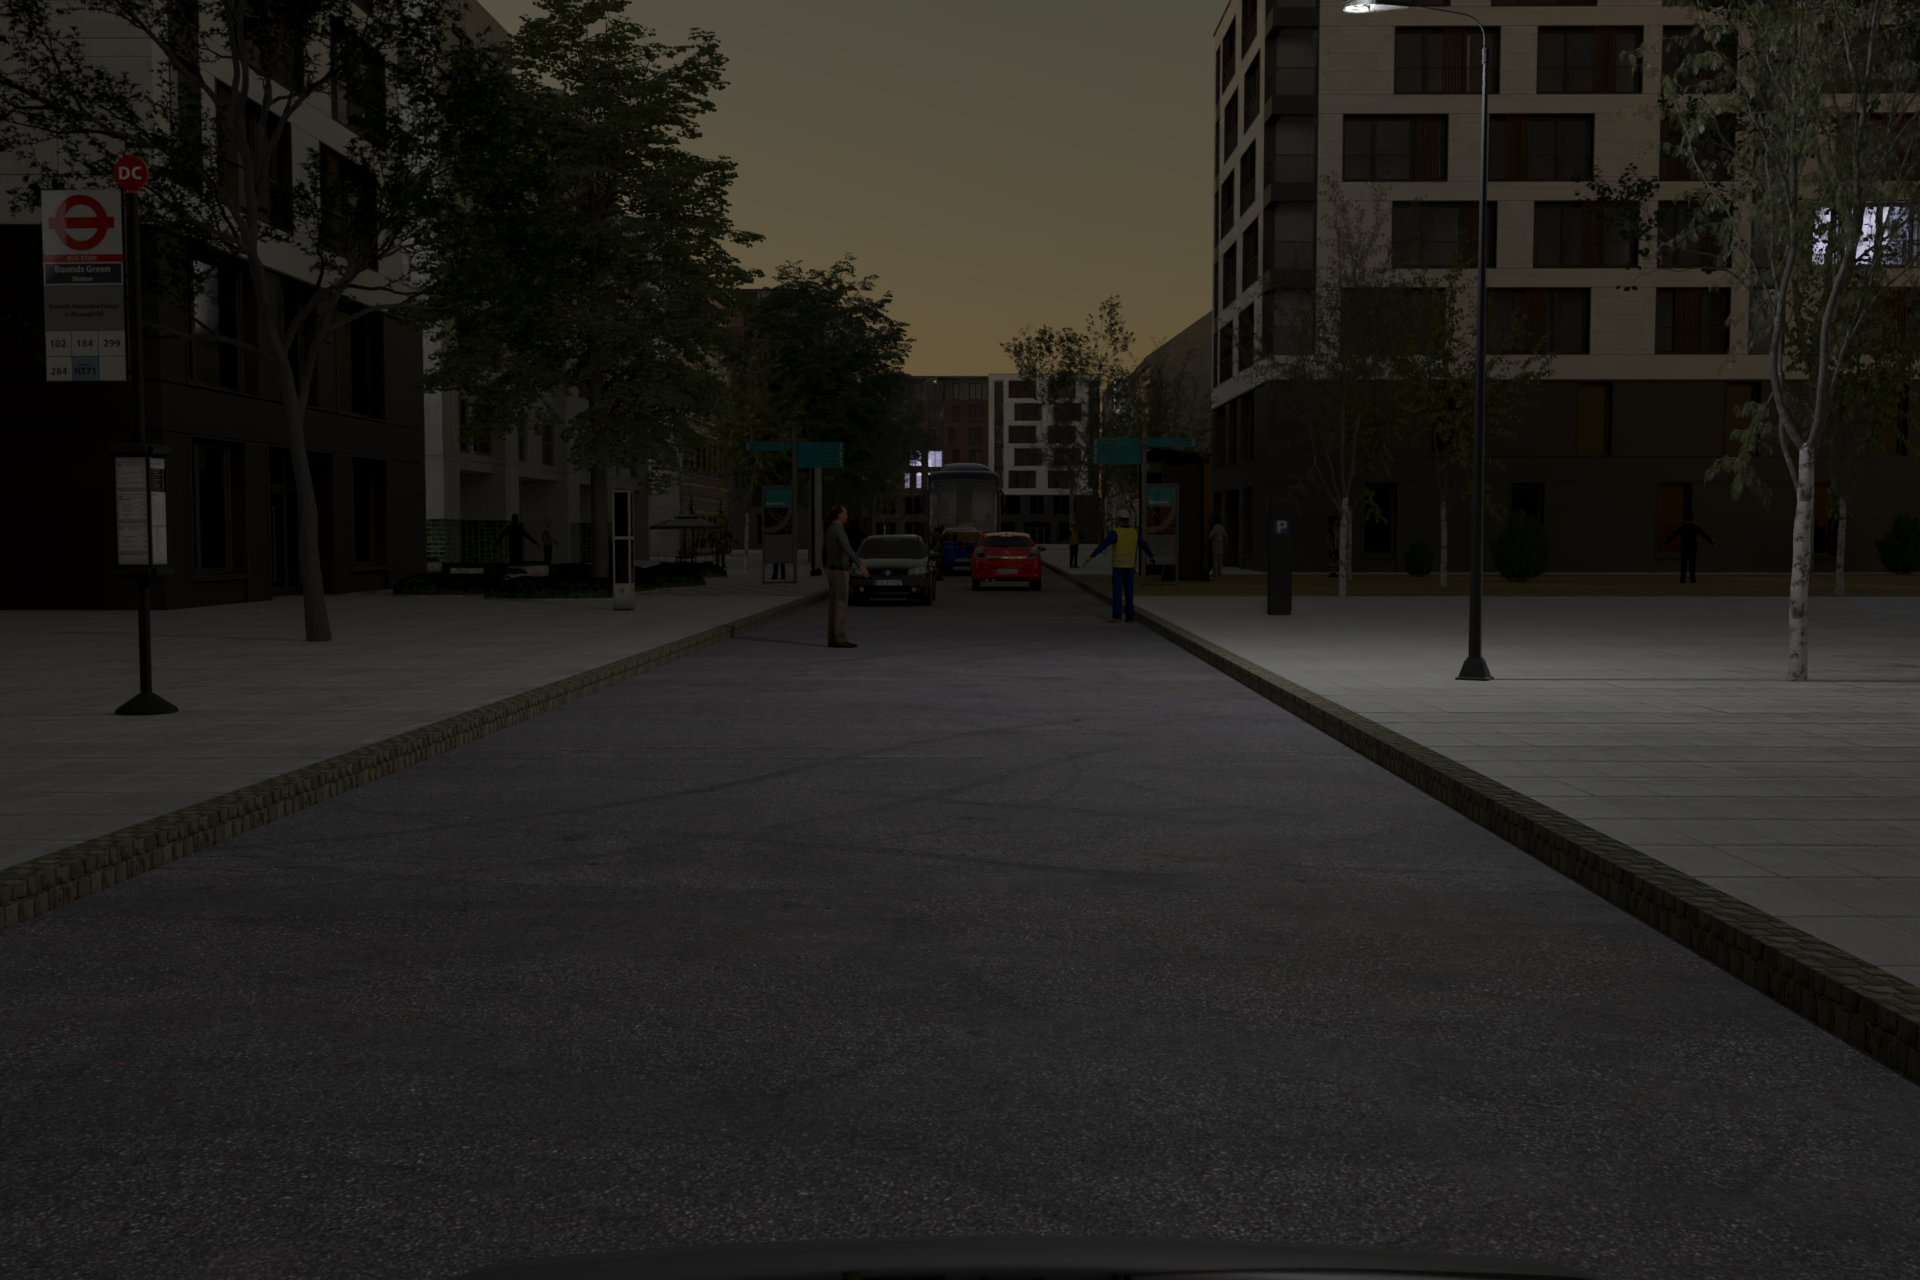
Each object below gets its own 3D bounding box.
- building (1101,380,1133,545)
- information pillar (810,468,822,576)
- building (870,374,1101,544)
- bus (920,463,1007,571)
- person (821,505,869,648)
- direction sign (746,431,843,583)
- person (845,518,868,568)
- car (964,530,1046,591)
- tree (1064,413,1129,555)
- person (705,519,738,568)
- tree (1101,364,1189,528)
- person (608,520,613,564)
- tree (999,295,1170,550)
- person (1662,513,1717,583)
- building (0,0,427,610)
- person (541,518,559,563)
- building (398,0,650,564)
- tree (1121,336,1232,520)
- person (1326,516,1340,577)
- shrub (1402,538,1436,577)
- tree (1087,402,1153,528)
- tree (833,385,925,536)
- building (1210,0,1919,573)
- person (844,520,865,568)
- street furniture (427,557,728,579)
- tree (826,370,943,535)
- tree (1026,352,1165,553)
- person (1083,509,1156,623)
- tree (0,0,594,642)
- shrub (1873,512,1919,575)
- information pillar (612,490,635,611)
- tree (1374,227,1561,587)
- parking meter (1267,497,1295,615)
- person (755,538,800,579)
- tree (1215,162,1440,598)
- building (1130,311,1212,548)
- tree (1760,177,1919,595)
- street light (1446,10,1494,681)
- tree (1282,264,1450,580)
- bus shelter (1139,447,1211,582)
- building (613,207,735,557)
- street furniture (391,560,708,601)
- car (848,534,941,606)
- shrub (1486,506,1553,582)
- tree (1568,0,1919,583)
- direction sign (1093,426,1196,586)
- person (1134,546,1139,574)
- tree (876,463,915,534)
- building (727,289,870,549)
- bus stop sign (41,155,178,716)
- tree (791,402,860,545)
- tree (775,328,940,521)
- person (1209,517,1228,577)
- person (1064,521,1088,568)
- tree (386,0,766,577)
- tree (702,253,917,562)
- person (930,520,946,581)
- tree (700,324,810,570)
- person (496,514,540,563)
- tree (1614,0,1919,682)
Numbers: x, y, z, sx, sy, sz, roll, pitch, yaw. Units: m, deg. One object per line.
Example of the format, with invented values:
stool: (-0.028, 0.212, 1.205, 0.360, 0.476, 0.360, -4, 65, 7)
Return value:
building: (26.238, -20.788, 206.336, 16.747, 18.905, 31.486, 0, 4, 1)
information pillar: (-4.422, -3.781, 53.138, 0.184, 3.620, 1.656, 0, 4, 2)
building: (1.278, -23.626, 232.719, 32.646, 21.610, 27.936, 0, 4, -1)
bus: (0.221, -4.413, 63.701, 2.896, 3.916, 12.251, 0, 4, 1)
person: (-1.511, -0.805, 21.888, 0.705, 1.796, 1.348, -2, 4, -26)
direction sign: (-4.267, -3.467, 45.452, 2.525, 3.948, 1.411, 0, 4, 1)
person: (-3.102, -2.725, 51.280, 1.216, 1.740, 0.721, 0, 4, 1)
car: (1.189, -2.215, 45.249, 2.155, 1.783, 4.494, 0, 4, 0)
tree: (8.992, -9.411, 104.232, 4.360, 8.622, 3.978, 0, 3, 0)
person: (-9.089, -3.670, 65.767, 1.354, 1.858, 0.705, 1, 4, 14)
tree: (8.012, -7.656, 75.534, 4.737, 8.622, 4.395, 0, 3, 0)
person: (-13.662, -3.804, 68.054, 0.705, 1.847, 1.347, -1, 4, -21)
tree: (9.825, -17.227, 137.554, 12.611, 20.169, 13.585, 0, 3, 0)
person: (19.174, -2.424, 45.564, 1.347, 1.837, 0.705, 2, 4, 27)
building: (-27.228, -11.150, 26.271, 27.936, 21.610, 32.646, 0, 4, 0)
person: (-13.448, -3.090, 56.642, 0.705, 1.813, 1.348, -2, 4, -31)
building: (-24.059, -12.413, 69.417, 16.747, 18.905, 31.486, 0, 4, 1)
tree: (7.854, -6.969, 64.310, 4.360, 8.622, 3.978, 0, 3, 0)
person: (11.159, -2.781, 51.621, 0.704, 1.843, 1.345, 2, 4, 33)
shrub: (13.703, -2.481, 51.681, 1.383, 1.207, 1.383, 0, 3, 0)
tree: (8.841, -8.989, 97.329, 4.360, 8.622, 3.978, 0, 3, 0)
tree: (-5.736, -11.439, 112.784, 9.928, 11.665, 9.643, 0, 3, 0)
building: (24.312, -14.031, 73.389, 27.936, 21.610, 32.646, 0, 4, 1)
person: (-4.118, -3.669, 66.119, 1.346, 1.812, 0.704, 1, 4, 17)
street furniture: (-11.816, -2.068, 49.441, 10.072, 0.657, 5.734, 0, 4, -1)
tree: (-6.284, -13.307, 127.935, 12.009, 13.543, 11.850, 0, 3, 0)
tree: (9.454, -12.667, 117.470, 12.009, 13.543, 11.850, 0, 3, 0)
person: (2.624, -1.199, 28.027, 1.349, 1.833, 0.705, -2, 4, -25)
tree: (-7.960, -5.275, 20.656, 7.601, 10.594, 8.767, 2, 4, 34)
shrub: (29.849, -3.077, 54.734, 1.690, 2.028, 1.600, 0, 3, 0)
information pillar: (-5.641, -1.501, 29.028, 0.304, 2.012, 0.304, 0, 4, 1)
tree: (11.898, -5.590, 41.758, 4.737, 8.622, 4.395, 0, 3, 0)
parking meter: (5.080, -1.327, 27.405, 0.399, 1.863, 0.255, 0, 4, 1)
person: (-5.131, -2.615, 48.940, 1.347, 1.806, 0.705, 1, 4, 15)
tree: (7.745, -5.130, 34.237, 4.360, 8.622, 3.978, 0, 3, 0)
building: (25.708, -19.976, 157.528, 19.493, 23.208, 18.063, 0, 4, 1)
tree: (18.658, -5.238, 36.008, 4.737, 8.622, 4.395, 0, 3, 0)
street light: (5.081, -2.602, 15.089, 1.470, 5.913, 1.316, 0, 4, 1)
tree: (11.036, -5.963, 47.856, 4.737, 8.622, 4.395, 0, 3, 0)
bus shelter: (5.953, -3.573, 49.707, 1.731, 3.624, 6.357, 0, 4, 0)
building: (-24.400, -16.691, 103.822, 19.493, 23.208, 18.063, 0, 4, 1)
street furniture: (-8.855, -1.396, 38.458, 5.734, 0.657, 10.072, 0, 4, 6)
car: (-1.385, -1.601, 35.956, 2.009, 1.686, 4.222, 0, 4, 1)
shrub: (15.054, -2.576, 46.542, 1.690, 2.028, 1.600, 0, 3, 0)
tree: (22.919, -11.623, 45.922, 12.611, 20.169, 13.585, 0, 3, 0)
direction sign: (4.549, -3.278, 42.365, 2.525, 3.948, 1.411, 0, 4, 1)
person: (5.654, -2.856, 55.969, 0.599, 1.433, 0.991, -2, 4, -30)
tree: (-6.396, -11.743, 142.365, 4.360, 8.622, 3.978, 0, 3, 0)
building: (-23.197, -19.375, 160.759, 27.936, 21.610, 32.646, 0, 4, 0)
bus stop sign: (-6.060, -1.445, 12.325, 0.855, 3.939, 0.416, 0, 4, 2)
tree: (-6.949, -8.534, 89.897, 4.737, 8.622, 4.395, 0, 3, 0)
tree: (-6.385, -11.732, 102.189, 12.009, 13.543, 11.850, 0, 3, 0)
person: (7.743, -2.823, 52.350, 0.705, 1.806, 1.347, 3, 5, 44)
person: (4.364, -3.613, 65.542, 1.216, 1.772, 0.721, -3, 4, -39)
tree: (-7.585, -7.162, 35.219, 7.486, 12.596, 7.792, 0, 3, 0)
tree: (-6.710, -10.501, 78.352, 9.857, 13.997, 8.962, 0, 3, 0)
person: (-0.615, -2.763, 53.394, 0.705, 1.858, 1.354, 0, 4, 6)
tree: (-7.535, -6.814, 61.765, 4.737, 8.622, 4.395, 0, 3, 0)
person: (-11.379, -2.335, 44.406, 1.346, 1.802, 0.704, 1, 4, 21)
tree: (7.084, -3.941, 14.798, 4.360, 8.622, 3.978, 0, 3, 0)
